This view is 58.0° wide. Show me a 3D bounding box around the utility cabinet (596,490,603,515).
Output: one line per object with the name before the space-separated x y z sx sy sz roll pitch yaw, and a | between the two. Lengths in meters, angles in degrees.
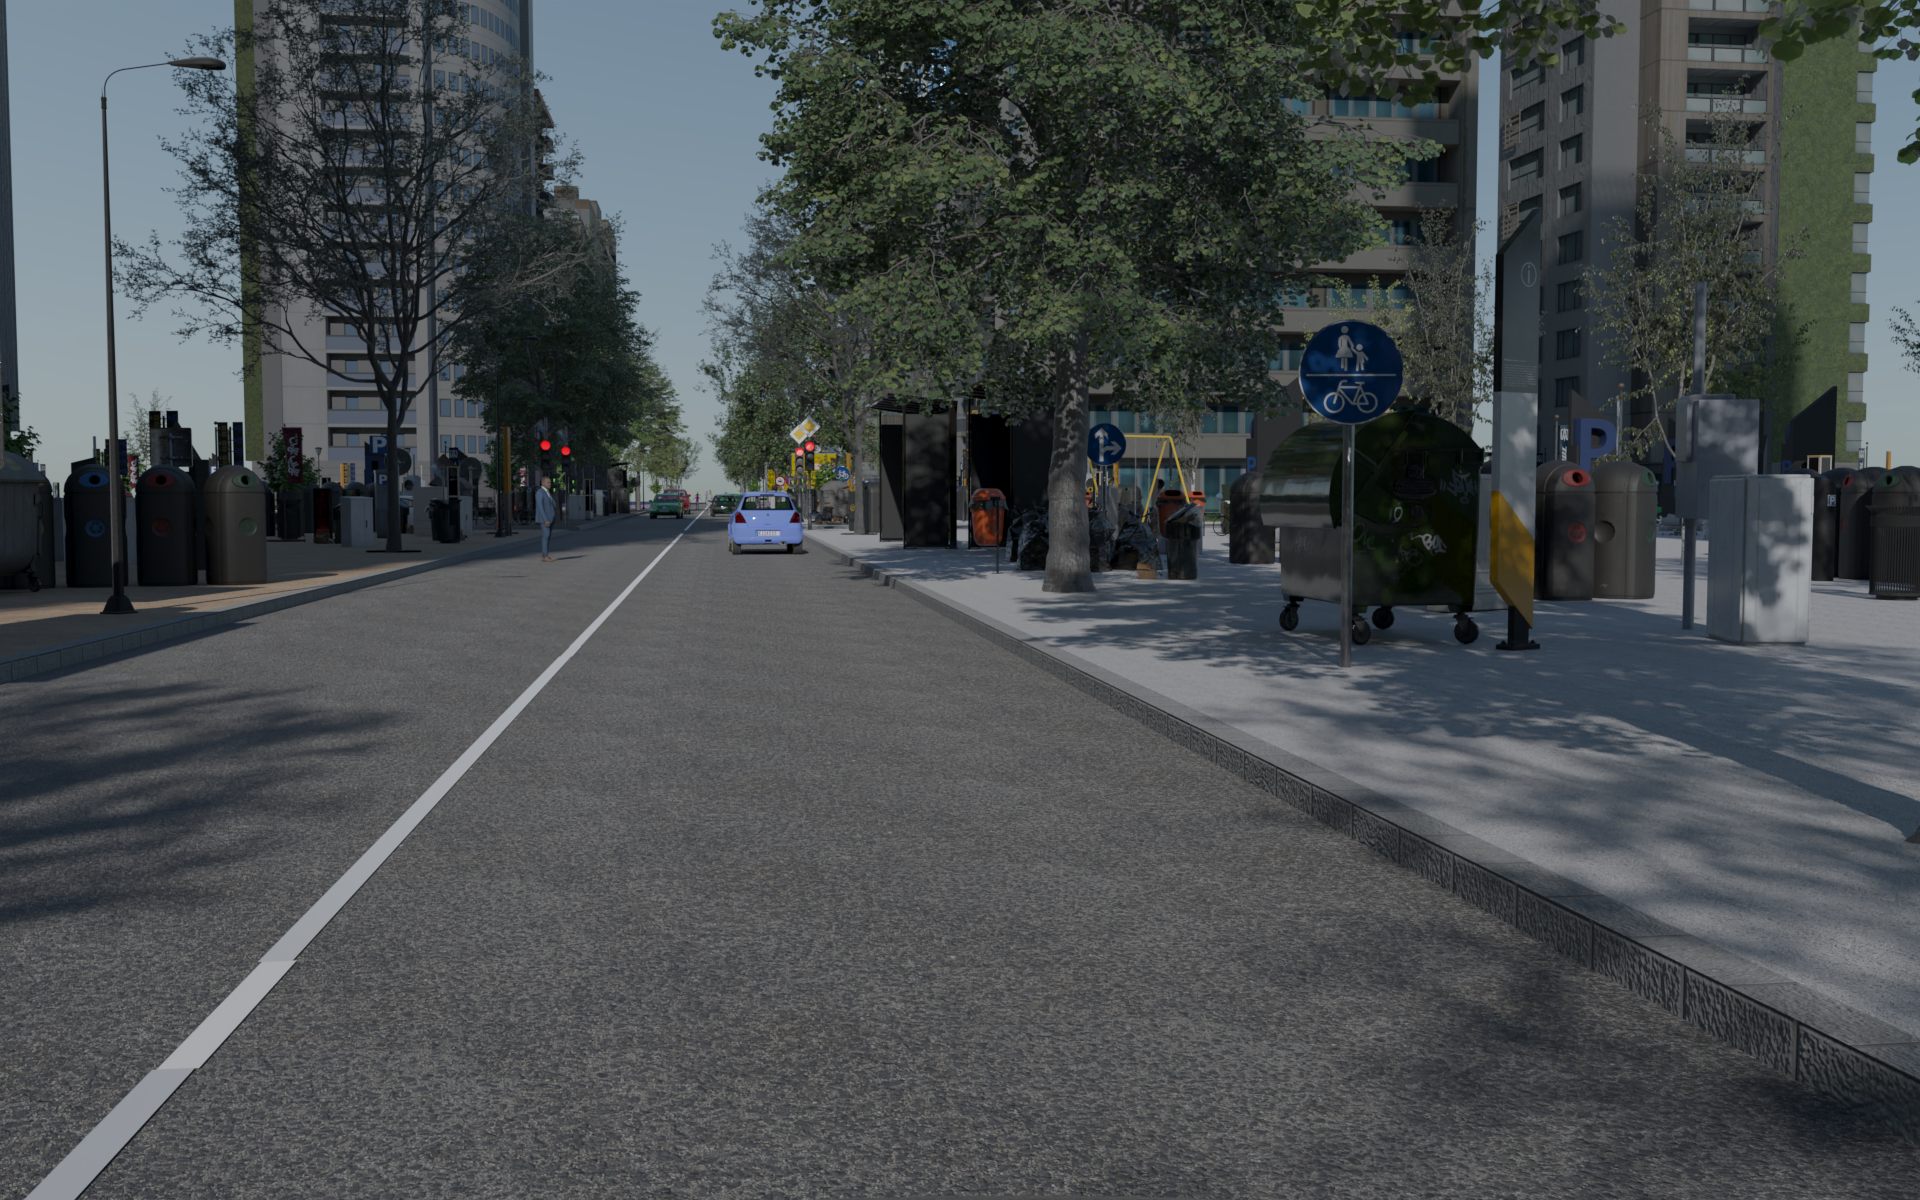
utility cabinet | -21.205 -5.758 102.826 0.318 1.500 1.173 -2 4 -34

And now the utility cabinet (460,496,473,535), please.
utility cabinet | -15.575 -2.614 53.897 0.306 1.237 1.020 1 4 18

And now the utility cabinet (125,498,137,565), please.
utility cabinet | -15.362 -1.229 31.248 1.020 1.237 0.306 -3 5 -42

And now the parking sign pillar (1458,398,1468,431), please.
parking sign pillar | 13.614 -3.608 47.464 1.447 3.967 1.447 1 4 22

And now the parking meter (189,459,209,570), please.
parking meter | -12.858 -1.443 29.303 0.255 1.863 0.399 -3 4 -36

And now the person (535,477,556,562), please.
person | -8.810 -1.721 36.826 0.419 1.800 0.721 0 4 -3

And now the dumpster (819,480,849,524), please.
dumpster | -5.370 -4.205 74.508 1.264 1.857 1.865 0 4 -8

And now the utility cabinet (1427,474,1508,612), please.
utility cabinet | 5.644 -0.628 18.953 1.173 1.500 0.318 -2 4 -34

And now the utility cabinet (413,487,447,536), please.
utility cabinet | -16.020 -2.681 52.515 1.173 1.500 0.318 2 4 26

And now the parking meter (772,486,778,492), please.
parking meter | -12.830 -6.983 119.890 0.399 1.863 0.255 -1 4 -13

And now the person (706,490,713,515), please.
person | -17.186 -6.707 119.164 0.512 1.701 0.522 0 4 6

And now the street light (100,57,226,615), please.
street light | -8.500 -2.811 18.497 1.470 5.913 1.316 0 4 -8

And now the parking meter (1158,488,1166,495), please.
parking meter | 8.823 -4.132 75.972 0.372 1.533 0.369 0 3 0

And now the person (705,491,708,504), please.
person | -36.291 -14.704 248.781 0.709 1.838 0.599 -3 5 -42

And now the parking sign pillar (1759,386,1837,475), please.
parking sign pillar | 21.130 -3.345 43.167 1.447 3.967 1.447 -1 4 -17

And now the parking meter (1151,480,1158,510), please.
parking meter | 8.093 -4.058 72.067 0.255 1.863 0.399 0 4 8

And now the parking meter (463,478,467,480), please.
parking meter | -17.490 -3.384 61.032 0.255 1.863 0.399 -1 4 -12

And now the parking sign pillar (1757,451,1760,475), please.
parking sign pillar | 36.284 -5.511 78.574 1.447 3.967 1.447 2 4 31

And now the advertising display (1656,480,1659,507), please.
advertising display | 31.905 -4.578 80.063 0.974 1.923 0.123 -2 4 -27

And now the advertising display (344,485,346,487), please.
advertising display | -44.502 -7.308 124.703 0.974 1.923 0.123 2 4 31

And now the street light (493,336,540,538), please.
street light | -13.054 -4.801 51.040 1.470 5.913 1.316 0 4 -8

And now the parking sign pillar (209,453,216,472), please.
parking sign pillar | -48.147 -7.632 113.249 1.447 3.967 1.447 -3 5 -42

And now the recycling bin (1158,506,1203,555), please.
recycling bin | 4.692 -1.490 36.916 0.722 1.027 0.722 -2 4 -27

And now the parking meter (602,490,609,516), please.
parking meter | -20.786 -5.702 101.637 0.372 1.533 0.369 0 3 0

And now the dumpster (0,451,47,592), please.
dumpster | -12.510 -0.984 21.844 1.264 1.857 1.865 0 4 -8

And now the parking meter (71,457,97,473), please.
parking meter | -13.662 -1.303 27.008 0.399 1.863 0.255 -2 4 -26

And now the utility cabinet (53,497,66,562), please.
utility cabinet | -17.404 -1.347 33.188 1.020 1.237 0.306 2 4 27

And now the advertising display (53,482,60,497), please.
advertising display | -49.620 -5.499 95.123 0.123 1.923 0.974 -3 5 -41

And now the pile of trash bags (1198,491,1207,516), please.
pile of trash bags | 5.471 -2.465 50.056 3.447 1.369 1.912 -1 4 -14

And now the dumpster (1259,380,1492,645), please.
dumpster | 3.689 -0.794 15.469 1.502 2.255 1.985 0 4 -8

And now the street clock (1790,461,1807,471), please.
street clock | 18.386 -2.038 37.886 0.471 2.002 0.358 -2 4 -29

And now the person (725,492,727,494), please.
person | -35.909 -15.669 265.356 0.551 1.740 0.621 3 5 45

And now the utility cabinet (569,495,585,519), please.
utility cabinet | -19.567 -4.736 88.602 1.020 1.237 0.306 1 4 13

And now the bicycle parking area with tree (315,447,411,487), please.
bicycle parking area with tree | -36.779 -7.321 106.699 8.231 4.147 9.016 0 4 -1

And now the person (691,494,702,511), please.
person | -22.558 -8.372 148.599 0.991 1.433 0.599 0 4 -1

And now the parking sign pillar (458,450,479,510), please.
parking sign pillar | -28.276 -6.775 99.240 1.447 3.967 1.447 3 5 43

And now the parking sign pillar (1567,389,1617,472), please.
parking sign pillar | 16.358 -3.439 44.696 1.447 3.967 1.447 -1 4 -14

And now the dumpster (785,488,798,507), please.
dumpster | -9.626 -5.897 102.180 1.264 1.857 1.865 0 4 -8

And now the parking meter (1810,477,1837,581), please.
parking meter | 12.711 -1.049 25.566 0.372 1.533 0.369 0 3 0

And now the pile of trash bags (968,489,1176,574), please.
pile of trash bags | 1.624 -1.168 28.850 3.447 1.369 1.912 -2 4 -35

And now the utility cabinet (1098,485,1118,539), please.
utility cabinet | 3.677 -2.093 42.892 0.318 1.500 1.173 1 4 16

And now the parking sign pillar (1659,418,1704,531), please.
parking sign pillar | 25.225 -4.404 60.475 1.447 3.967 1.447 -2 4 -34

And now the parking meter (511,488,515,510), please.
parking meter | -25.039 -5.553 96.503 0.255 1.863 0.399 3 4 36

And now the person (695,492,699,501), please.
person | -39.972 -15.572 263.822 1.217 1.735 0.721 0 4 -4

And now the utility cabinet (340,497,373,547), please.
utility cabinet | -14.688 -1.899 42.209 0.306 1.237 1.020 1 4 11

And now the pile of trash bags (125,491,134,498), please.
pile of trash bags | -49.481 -5.872 105.759 3.447 1.369 1.912 3 5 44

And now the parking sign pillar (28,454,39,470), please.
parking sign pillar | -56.778 -7.186 105.962 1.447 3.967 1.447 -3 5 -42

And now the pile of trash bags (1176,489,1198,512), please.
pile of trash bags | 2.570 -1.397 32.601 3.447 1.369 1.912 0 4 0

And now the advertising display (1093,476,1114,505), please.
advertising display | 5.187 -3.502 62.464 0.974 1.923 0.123 -3 4 -36

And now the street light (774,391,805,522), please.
street light | -7.719 -6.462 78.193 1.470 5.913 1.316 0 4 -8

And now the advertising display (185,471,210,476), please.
advertising display | -21.592 -2.678 49.001 0.974 1.923 0.123 2 4 24

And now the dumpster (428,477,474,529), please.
dumpster | -16.450 -3.068 55.926 1.264 1.857 1.865 0 4 -8

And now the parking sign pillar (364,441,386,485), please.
parking sign pillar | -29.703 -6.112 88.403 1.447 3.967 1.447 -1 4 -9

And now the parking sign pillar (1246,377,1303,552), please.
parking sign pillar | 7.115 -3.105 39.246 1.447 3.967 1.447 -2 4 -29
